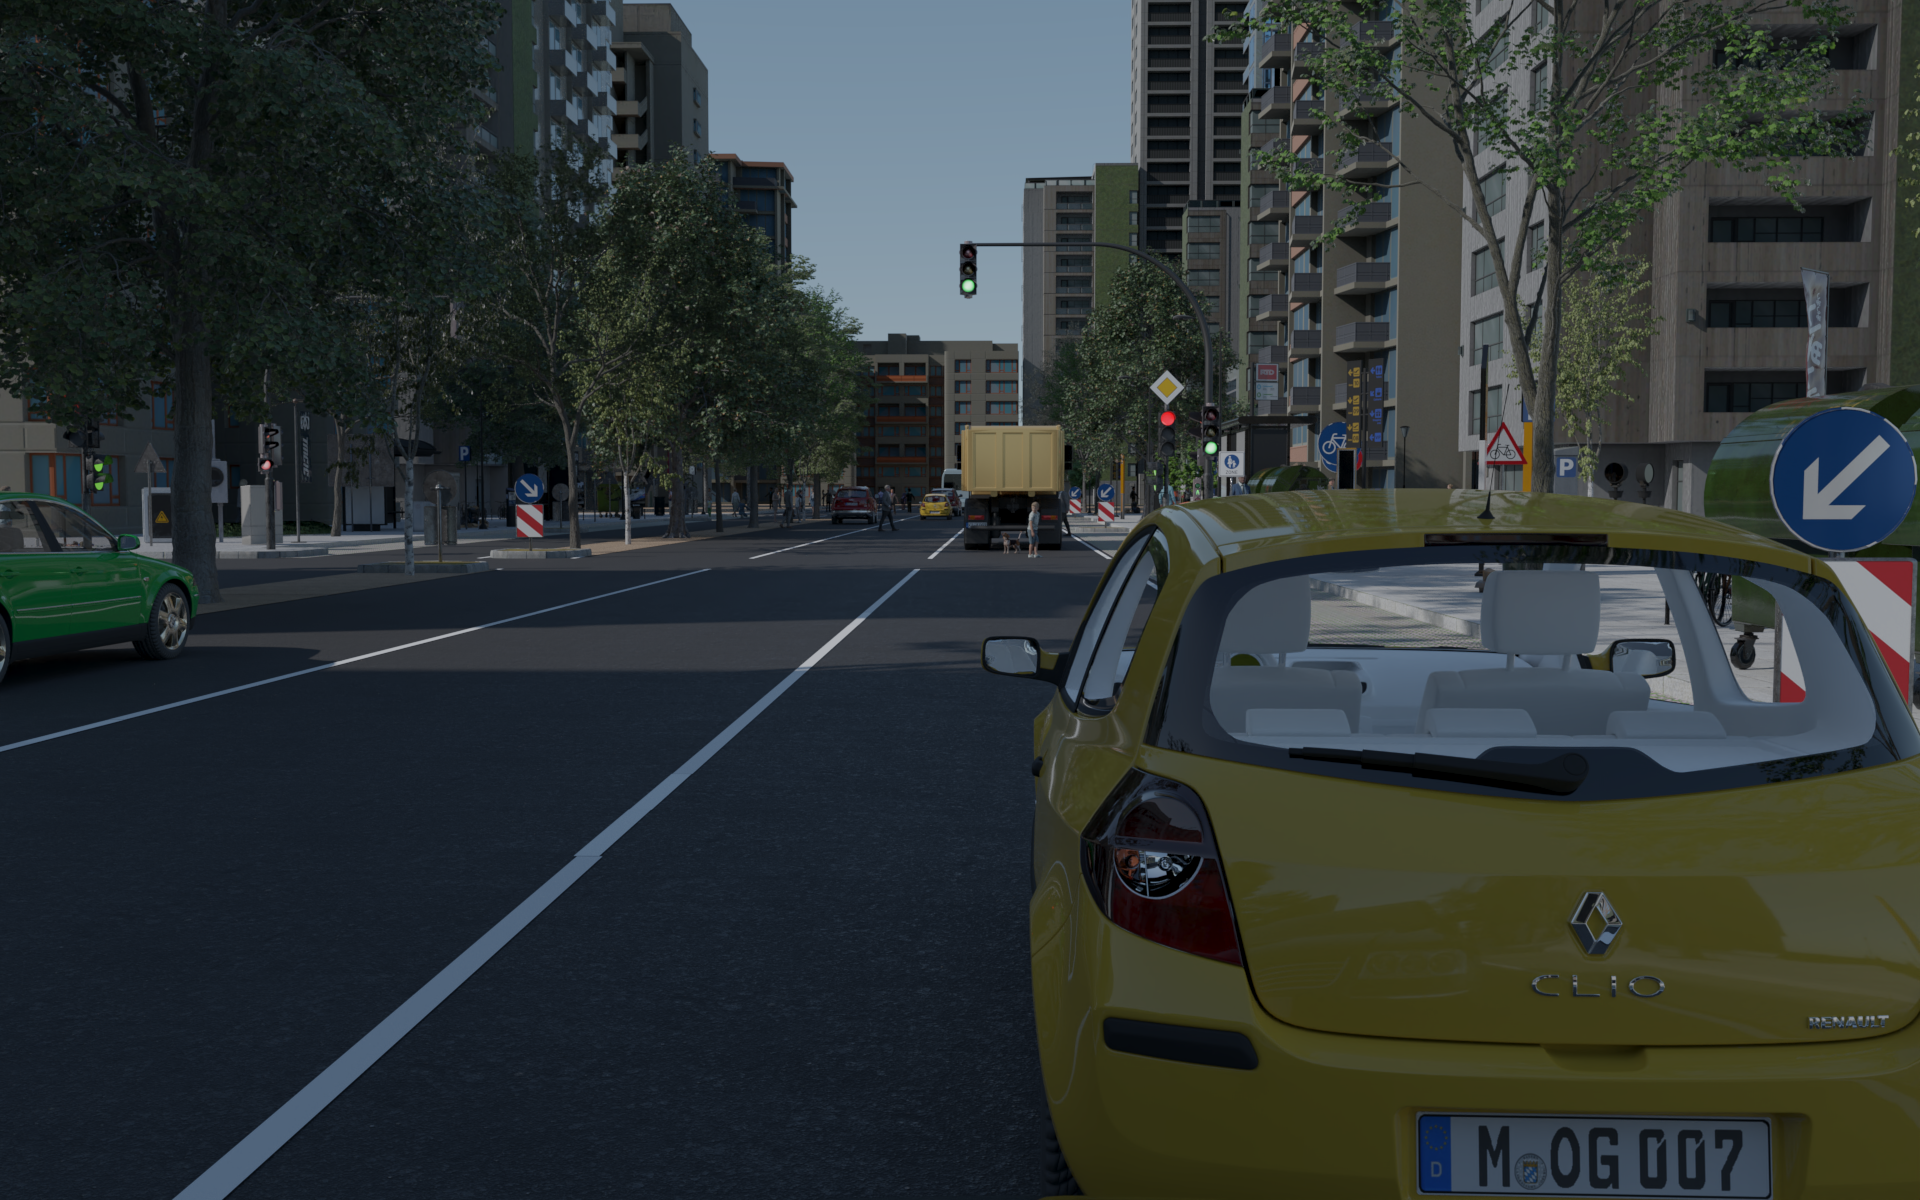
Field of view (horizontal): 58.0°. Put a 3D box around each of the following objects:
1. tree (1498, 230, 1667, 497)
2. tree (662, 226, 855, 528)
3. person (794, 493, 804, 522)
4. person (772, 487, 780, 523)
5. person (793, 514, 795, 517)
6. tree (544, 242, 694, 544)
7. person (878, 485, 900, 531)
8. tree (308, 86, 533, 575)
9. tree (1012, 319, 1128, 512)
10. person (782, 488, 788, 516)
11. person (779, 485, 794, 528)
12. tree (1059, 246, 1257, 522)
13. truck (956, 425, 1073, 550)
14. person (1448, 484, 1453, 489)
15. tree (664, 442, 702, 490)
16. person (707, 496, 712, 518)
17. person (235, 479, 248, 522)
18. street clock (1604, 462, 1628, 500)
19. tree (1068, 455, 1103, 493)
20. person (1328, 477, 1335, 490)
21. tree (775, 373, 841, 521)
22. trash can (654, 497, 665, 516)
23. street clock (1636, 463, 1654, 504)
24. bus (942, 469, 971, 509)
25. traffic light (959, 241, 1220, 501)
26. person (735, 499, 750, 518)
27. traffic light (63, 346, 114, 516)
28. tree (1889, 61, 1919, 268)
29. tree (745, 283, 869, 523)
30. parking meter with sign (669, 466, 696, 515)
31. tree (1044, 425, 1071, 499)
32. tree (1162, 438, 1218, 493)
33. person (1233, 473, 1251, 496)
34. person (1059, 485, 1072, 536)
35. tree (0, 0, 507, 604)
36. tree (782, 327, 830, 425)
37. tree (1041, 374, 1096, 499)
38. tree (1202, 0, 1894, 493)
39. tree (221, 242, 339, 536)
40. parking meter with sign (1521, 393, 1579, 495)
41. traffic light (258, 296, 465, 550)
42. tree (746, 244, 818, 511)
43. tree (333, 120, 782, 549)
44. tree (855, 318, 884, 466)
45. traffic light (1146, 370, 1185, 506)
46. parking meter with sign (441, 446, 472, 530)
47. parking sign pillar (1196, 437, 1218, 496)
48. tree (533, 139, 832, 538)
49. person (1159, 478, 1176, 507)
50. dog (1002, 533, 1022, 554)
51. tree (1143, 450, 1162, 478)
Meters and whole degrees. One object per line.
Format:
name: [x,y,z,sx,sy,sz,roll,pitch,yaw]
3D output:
tree: [16.926,-5.909,46.967,4.737,8.622,4.395,0,3,0]
tree: [-8.787,-9.326,73.066,7.486,12.596,7.792,0,3,0]
person: [-8.082,-4.632,86.826,0.503,1.515,0.523,1,4,17]
person: [-9.096,-4.704,85.745,0.374,1.781,0.599,1,4,14]
person: [-10.551,-6.016,107.140,0.850,1.792,0.678,-3,5,-43]
tree: [-9.349,-5.852,48.503,4.737,8.622,4.395,0,3,0]
person: [-2.738,-3.527,66.570,0.834,1.777,0.661,0,3,0]
tree: [-9.657,-4.741,30.336,4.360,8.622,3.978,0,3,0]
tree: [8.719,-12.919,121.598,12.009,13.543,11.850,0,3,0]
person: [-10.569,-5.963,105.912,0.656,1.842,0.836,2,4,28]
person: [-7.227,-3.950,73.208,0.853,1.813,0.709,-3,5,-44]
tree: [8.903,-9.989,80.331,9.611,12.733,9.660,0,3,0]
truck: [1.488,-3.178,47.886,3.469,3.379,9.791,0,4,2]
person: [23.483,-4.681,83.130,0.362,1.759,0.519,1,4,11]
tree: [-16.453,-9.246,101.533,4.360,8.622,3.978,0,3,0]
person: [-14.751,-5.466,102.121,0.306,1.304,0.590,0,4,1]
person: [-24.814,-3.280,59.858,0.709,1.800,0.728,3,5,41]
street clock: [14.872,-2.124,39.299,0.358,2.002,0.471,-3,5,-45]
tree: [10.538,-9.947,146.340,4.285,4.588,4.351,0,3,0]
person: [12.371,-3.196,58.202,0.836,1.842,0.656,1,4,9]
tree: [-8.299,-8.512,91.985,4.360,8.622,3.978,0,3,0]
trash can: [-17.643,-5.509,101.722,0.748,1.137,0.748,0,3,0]
street clock: [16.090,-2.212,40.730,0.471,2.002,0.358,-3,5,-41]
bus: [0.000,-8.429,132.675,2.948,3.499,13.247,0,4,0]
traffic light: [2.373,-3.463,31.282,4.771,5.953,1.251,0,4,1]
person: [-13.045,-5.481,103.620,1.012,1.151,0.738,1,4,21]
traffic light: [-16.088,-2.627,31.873,0.839,4.253,0.868,0,4,1]
tree: [15.071,-4.516,24.206,4.737,8.622,4.395,0,3,0]
tree: [-8.222,-9.538,84.162,9.928,11.665,9.643,0,3,0]
parking meter with sign: [-17.129,-6.756,106.716,0.543,3.016,1.738,3,5,44]
tree: [10.935,-14.691,174.614,7.601,10.594,8.767,0,4,4]
tree: [7.696,-3.775,56.321,1.663,3.219,1.824,0,3,0]
person: [6.852,-2.211,42.372,0.721,1.800,0.419,-2,4,-29]
person: [3.422,-3.055,58.847,0.834,1.777,0.661,-1,4,-23]
tree: [-10.070,-6.928,22.382,9.857,13.997,8.962,0,3,0]
tree: [-8.929,-7.815,64.643,8.767,10.594,7.601,0,4,1]
tree: [10.555,-14.796,160.035,7.486,12.596,7.792,0,3,0]
tree: [6.856,-5.802,20.611,9.928,11.665,9.643,0,3,0]
tree: [-18.524,-7.194,52.033,7.601,10.594,8.767,0,4,-2]
parking meter with sign: [9.667,-1.945,28.069,0.543,3.016,1.738,0,4,-3]
traffic light: [-13.792,-3.986,39.838,4.771,5.953,1.251,0,4,1]
tree: [-14.336,-16.712,129.129,12.611,20.169,13.585,0,3,0]
tree: [-9.282,-6.430,42.000,8.767,10.594,7.601,0,4,1]
tree: [-8.209,-10.844,97.876,7.486,12.596,7.792,0,3,0]
traffic light: [4.669,-3.085,39.353,0.839,4.253,0.868,0,4,1]
parking meter with sign: [-18.314,-4.021,62.008,0.543,3.016,1.738,2,4,30]
parking sign pillar: [10.272,-5.086,71.628,1.447,3.967,1.447,3,5,41]
tree: [-9.151,-8.344,55.891,9.611,12.733,9.660,0,3,0]
person: [7.030,-3.261,59.229,0.748,1.841,0.638,-2,4,-34]
dog: [1.253,-1.371,41.698,0.406,0.507,0.540,1,4,11]
tree: [8.065,-4.358,65.853,1.663,3.219,1.824,0,3,0]
